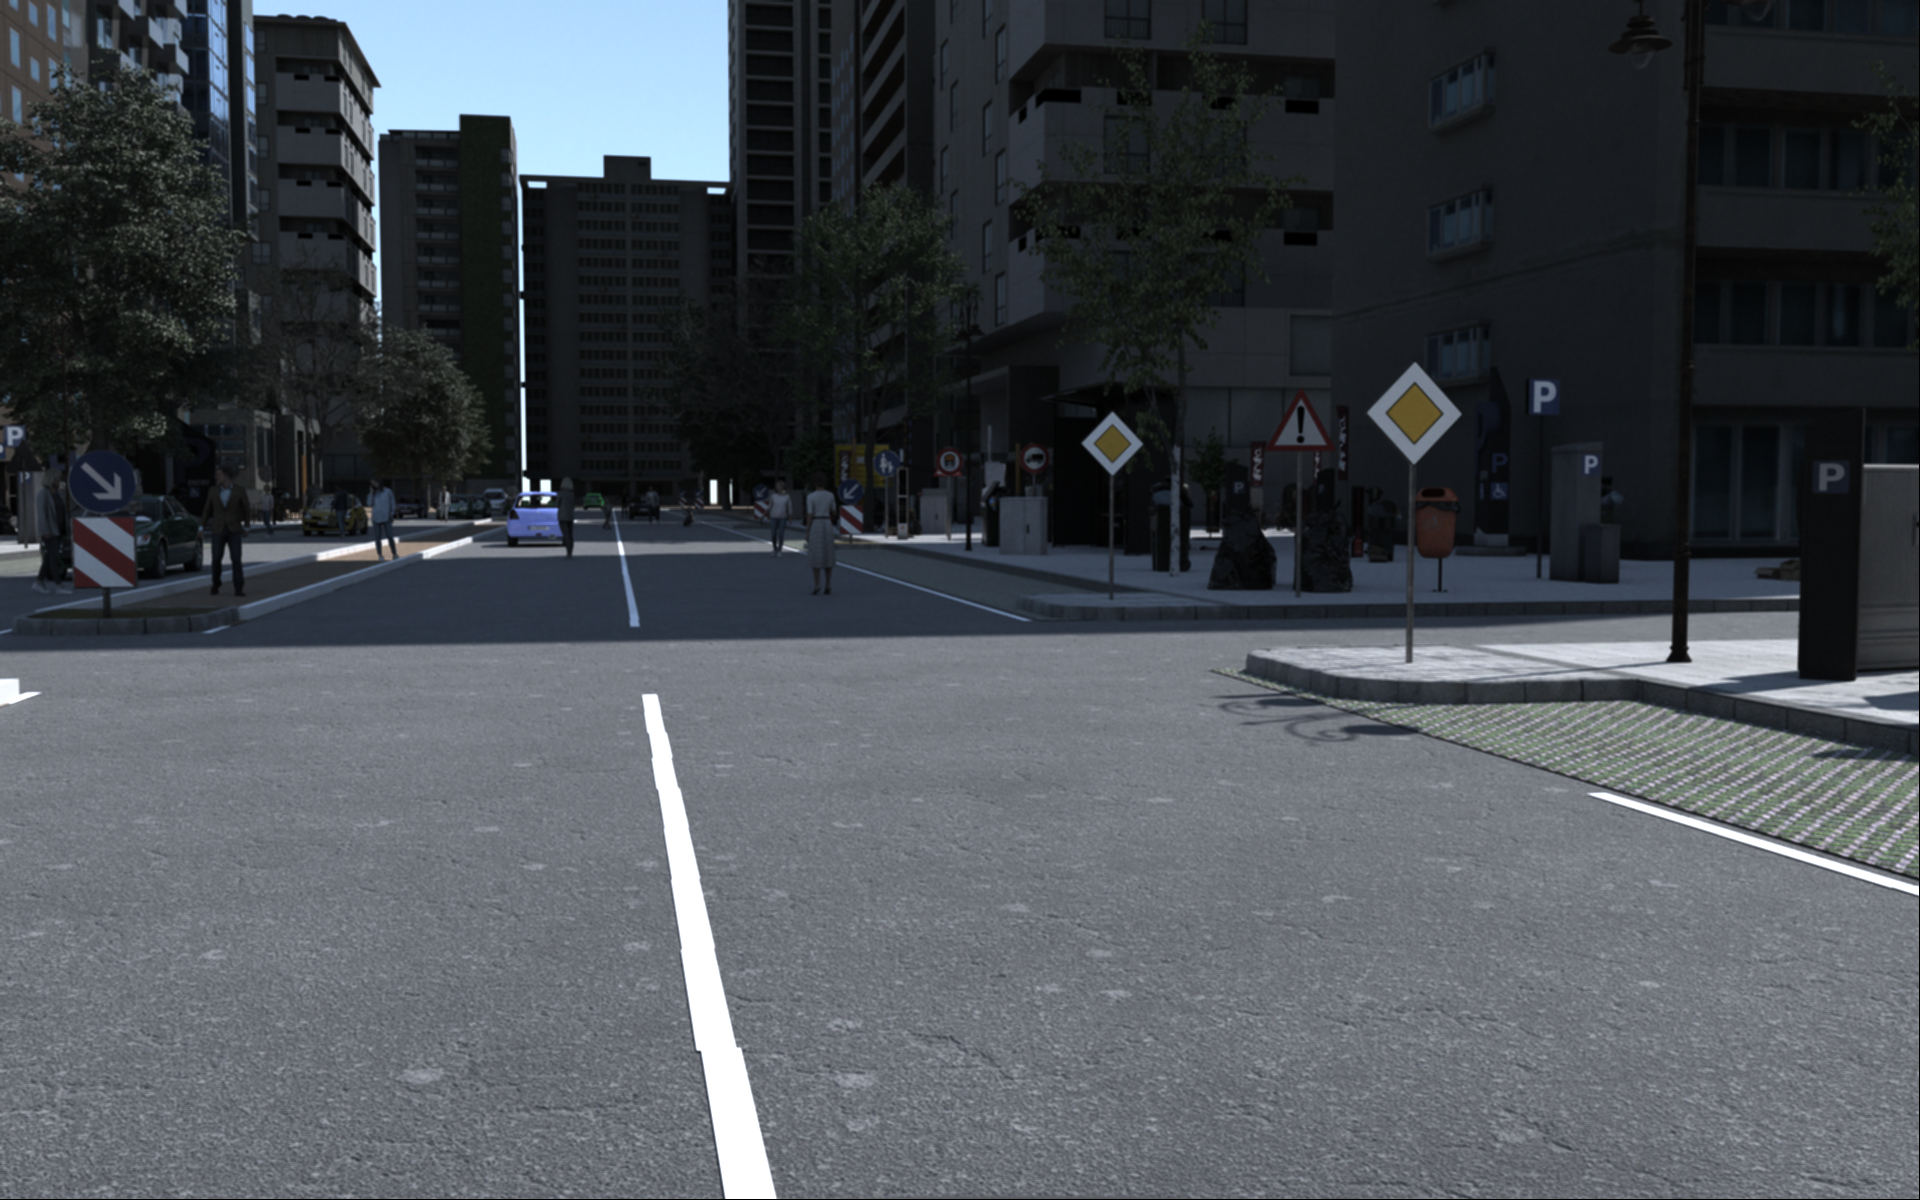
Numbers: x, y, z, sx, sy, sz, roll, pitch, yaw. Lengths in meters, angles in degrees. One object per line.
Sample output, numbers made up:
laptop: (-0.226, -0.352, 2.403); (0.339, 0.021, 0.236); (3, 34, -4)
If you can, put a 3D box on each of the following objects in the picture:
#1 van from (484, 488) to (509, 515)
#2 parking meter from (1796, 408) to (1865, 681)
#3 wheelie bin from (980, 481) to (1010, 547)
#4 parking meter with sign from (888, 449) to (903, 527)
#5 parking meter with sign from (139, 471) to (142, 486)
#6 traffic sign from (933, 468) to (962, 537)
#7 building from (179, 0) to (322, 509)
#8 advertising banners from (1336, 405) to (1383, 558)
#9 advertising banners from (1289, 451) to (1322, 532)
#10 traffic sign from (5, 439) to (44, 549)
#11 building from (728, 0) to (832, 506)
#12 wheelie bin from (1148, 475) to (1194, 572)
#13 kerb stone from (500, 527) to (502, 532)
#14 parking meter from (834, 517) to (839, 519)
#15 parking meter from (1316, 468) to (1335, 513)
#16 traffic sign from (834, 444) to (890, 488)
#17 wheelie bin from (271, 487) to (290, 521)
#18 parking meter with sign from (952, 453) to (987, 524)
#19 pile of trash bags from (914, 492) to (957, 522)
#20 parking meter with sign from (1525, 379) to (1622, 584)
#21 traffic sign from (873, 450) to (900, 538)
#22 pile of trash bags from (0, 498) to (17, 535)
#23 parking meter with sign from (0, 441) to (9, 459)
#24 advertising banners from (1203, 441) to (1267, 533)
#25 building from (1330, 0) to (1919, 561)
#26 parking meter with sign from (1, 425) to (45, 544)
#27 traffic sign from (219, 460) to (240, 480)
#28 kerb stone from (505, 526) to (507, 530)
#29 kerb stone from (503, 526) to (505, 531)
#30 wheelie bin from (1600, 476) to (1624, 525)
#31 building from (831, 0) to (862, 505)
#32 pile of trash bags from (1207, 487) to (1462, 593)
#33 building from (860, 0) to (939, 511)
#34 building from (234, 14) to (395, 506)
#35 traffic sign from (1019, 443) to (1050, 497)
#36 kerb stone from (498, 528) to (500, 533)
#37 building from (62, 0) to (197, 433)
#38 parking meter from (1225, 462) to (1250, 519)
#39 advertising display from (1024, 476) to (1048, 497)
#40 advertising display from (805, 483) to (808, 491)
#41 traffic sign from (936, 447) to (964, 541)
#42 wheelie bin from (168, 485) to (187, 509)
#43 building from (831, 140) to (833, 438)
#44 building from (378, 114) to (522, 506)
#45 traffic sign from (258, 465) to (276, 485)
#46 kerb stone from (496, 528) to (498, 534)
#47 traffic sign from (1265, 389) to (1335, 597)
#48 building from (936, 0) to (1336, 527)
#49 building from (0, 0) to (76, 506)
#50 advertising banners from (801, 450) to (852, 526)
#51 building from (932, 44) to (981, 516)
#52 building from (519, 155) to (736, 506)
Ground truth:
van: (-32.105, -6.875, 119.425); (2.013, 2.044, 4.112); (-1, 4, -13)
parking meter: (6.011, -0.384, 11.992); (0.399, 1.863, 0.255); (2, 4, 31)
wheelie bin: (0.878, -2.109, 42.393); (0.693, 1.594, 0.980); (-1, 4, -11)
parking meter with sign: (-2.422, -4.336, 67.146); (0.543, 3.016, 1.738); (-1, 4, -21)
parking meter with sign: (-27.750, -3.770, 57.901); (1.738, 3.016, 0.543); (-1, 4, -11)
traffic sign: (-0.375, -3.163, 51.723); (0.884, 2.594, 0.081); (0, 4, -4)
building: (-69.442, -50.405, 136.801); (31.000, 86.520, 22.319); (-1, 4, -11)
advertising banners: (8.060, -2.373, 34.994); (0.090, 3.025, 2.074); (3, 5, 39)
advertising banners: (11.463, -3.744, 57.398); (0.090, 3.025, 2.074); (-1, 4, -17)
traffic sign: (-22.015, -2.492, 40.754); (0.884, 2.594, 0.081); (0, 4, -3)
building: (-15.738, -46.614, 200.397); (20.611, 71.187, 20.563); (-1, 4, -11)
wheelie bin: (3.490, -1.278, 28.798); (0.693, 1.594, 0.980); (0, 4, -5)
kerb stone: (-16.948, -2.516, 63.325); (0.120, 0.150, 1.000); (-1, 4, -11)
parking meter: (-6.191, -4.840, 87.550); (0.372, 1.533, 0.369); (0, 3, 0)
parking meter: (8.329, -2.068, 39.519); (0.255, 1.863, 0.399); (-2, 4, -28)
traffic sign: (-3.959, -4.663, 70.118); (2.265, 3.308, 0.079); (-1, 4, -10)
wheelie bin: (-32.377, -4.556, 82.401); (0.980, 1.594, 0.693); (-2, 4, -28)
parking meter with sign: (0.231, -4.736, 73.699); (1.738, 3.016, 0.543); (1, 4, 14)
pile of trash bags: (-1.237, -4.281, 79.744); (1.912, 1.369, 3.447); (-2, 4, -24)
parking meter with sign: (9.067, -1.790, 25.520); (0.543, 3.016, 1.738); (-1, 4, -17)
traffic sign: (-2.137, -3.082, 50.502); (0.768, 2.556, 0.104); (0, 4, -2)
pile of trash bags: (-30.963, -2.711, 54.081); (3.447, 1.369, 1.912); (3, 5, 40)
parking meter with sign: (-33.643, -3.885, 59.787); (1.738, 3.016, 0.543); (2, 4, 34)
advertising banners: (9.161, -3.760, 57.665); (2.074, 3.025, 0.090); (0, 4, 1)
building: (21.338, -25.715, 44.150); (21.600, 48.544, 21.300); (-1, 4, -11)
parking meter with sign: (-24.005, -2.971, 44.837); (0.543, 3.016, 1.738); (0, 4, -3)
traffic sign: (-27.106, -3.922, 64.228); (0.768, 2.556, 0.104); (-1, 4, -10)
kerb stone: (-17.551, -2.700, 66.338); (0.120, 0.150, 1.000); (-1, 4, -11)
kerb stone: (-17.353, -2.639, 65.335); (0.120, 0.150, 1.000); (-1, 4, -11)
wheelie bin: (11.038, -1.361, 30.158); (0.980, 1.594, 0.693); (1, 4, 9)
building: (-2.663, -30.018, 140.906); (14.600, 45.320, 14.200); (-1, 4, -11)
pile of trash bags: (4.979, -0.825, 23.243); (3.447, 1.369, 1.912); (2, 4, 30)
building: (4.939, -30.606, 124.112); (21.300, 48.544, 21.600); (-1, 4, -11)
building: (-77.512, -36.849, 191.724); (27.495, 52.752, 28.713); (-1, 4, -11)
traffic sign: (1.851, -2.625, 43.023); (0.768, 2.556, 0.104); (0, 4, -5)
kerb stone: (-16.742, -2.452, 62.324); (0.120, 0.150, 1.000); (-1, 4, -11)
building: (-58.359, -29.399, 100.284); (23.786, 49.044, 30.456); (-1, 4, -11)
parking meter: (5.005, -1.561, 31.234); (0.399, 1.863, 0.255); (0, 4, -5)
advertising display: (2.687, -3.439, 61.444); (0.974, 1.923, 0.123); (3, 5, 41)
advertising display: (-8.305, -5.477, 94.755); (0.123, 1.923, 0.974); (-1, 4, -20)
traffic sign: (-0.289, -2.885, 47.272); (0.768, 2.556, 0.104); (-1, 4, -11)
wheelie bin: (-25.862, -3.013, 57.170); (0.693, 1.594, 0.980); (-2, 4, -28)
building: (-4.734, -28.840, 155.135); (14.154, 41.232, 14.086); (-1, 4, -11)
building: (-55.509, -30.931, 189.311); (14.086, 41.232, 14.154); (-1, 4, -11)
traffic sign: (-30.509, -4.660, 76.293); (0.768, 2.556, 0.104); (0, 4, -6)
kerb stone: (-16.548, -2.393, 61.320); (0.120, 0.150, 1.000); (-1, 4, -11)
traffic sign: (4.196, -1.311, 21.432); (0.884, 2.594, 0.081); (0, 4, -6)
building: (14.389, -30.133, 81.914); (28.713, 52.752, 27.495); (-1, 4, -11)
building: (-48.577, -25.998, 75.172); (14.600, 45.320, 14.200); (-1, 4, -11)
advertising banners: (-5.333, -4.468, 69.235); (2.074, 3.025, 0.090); (0, 4, 4)
building: (5.201, -20.447, 106.011); (14.160, 30.474, 14.107); (-1, 4, -11)
building: (-38.570, -31.177, 201.630); (23.993, 40.220, 32.217); (-1, 4, -11)
